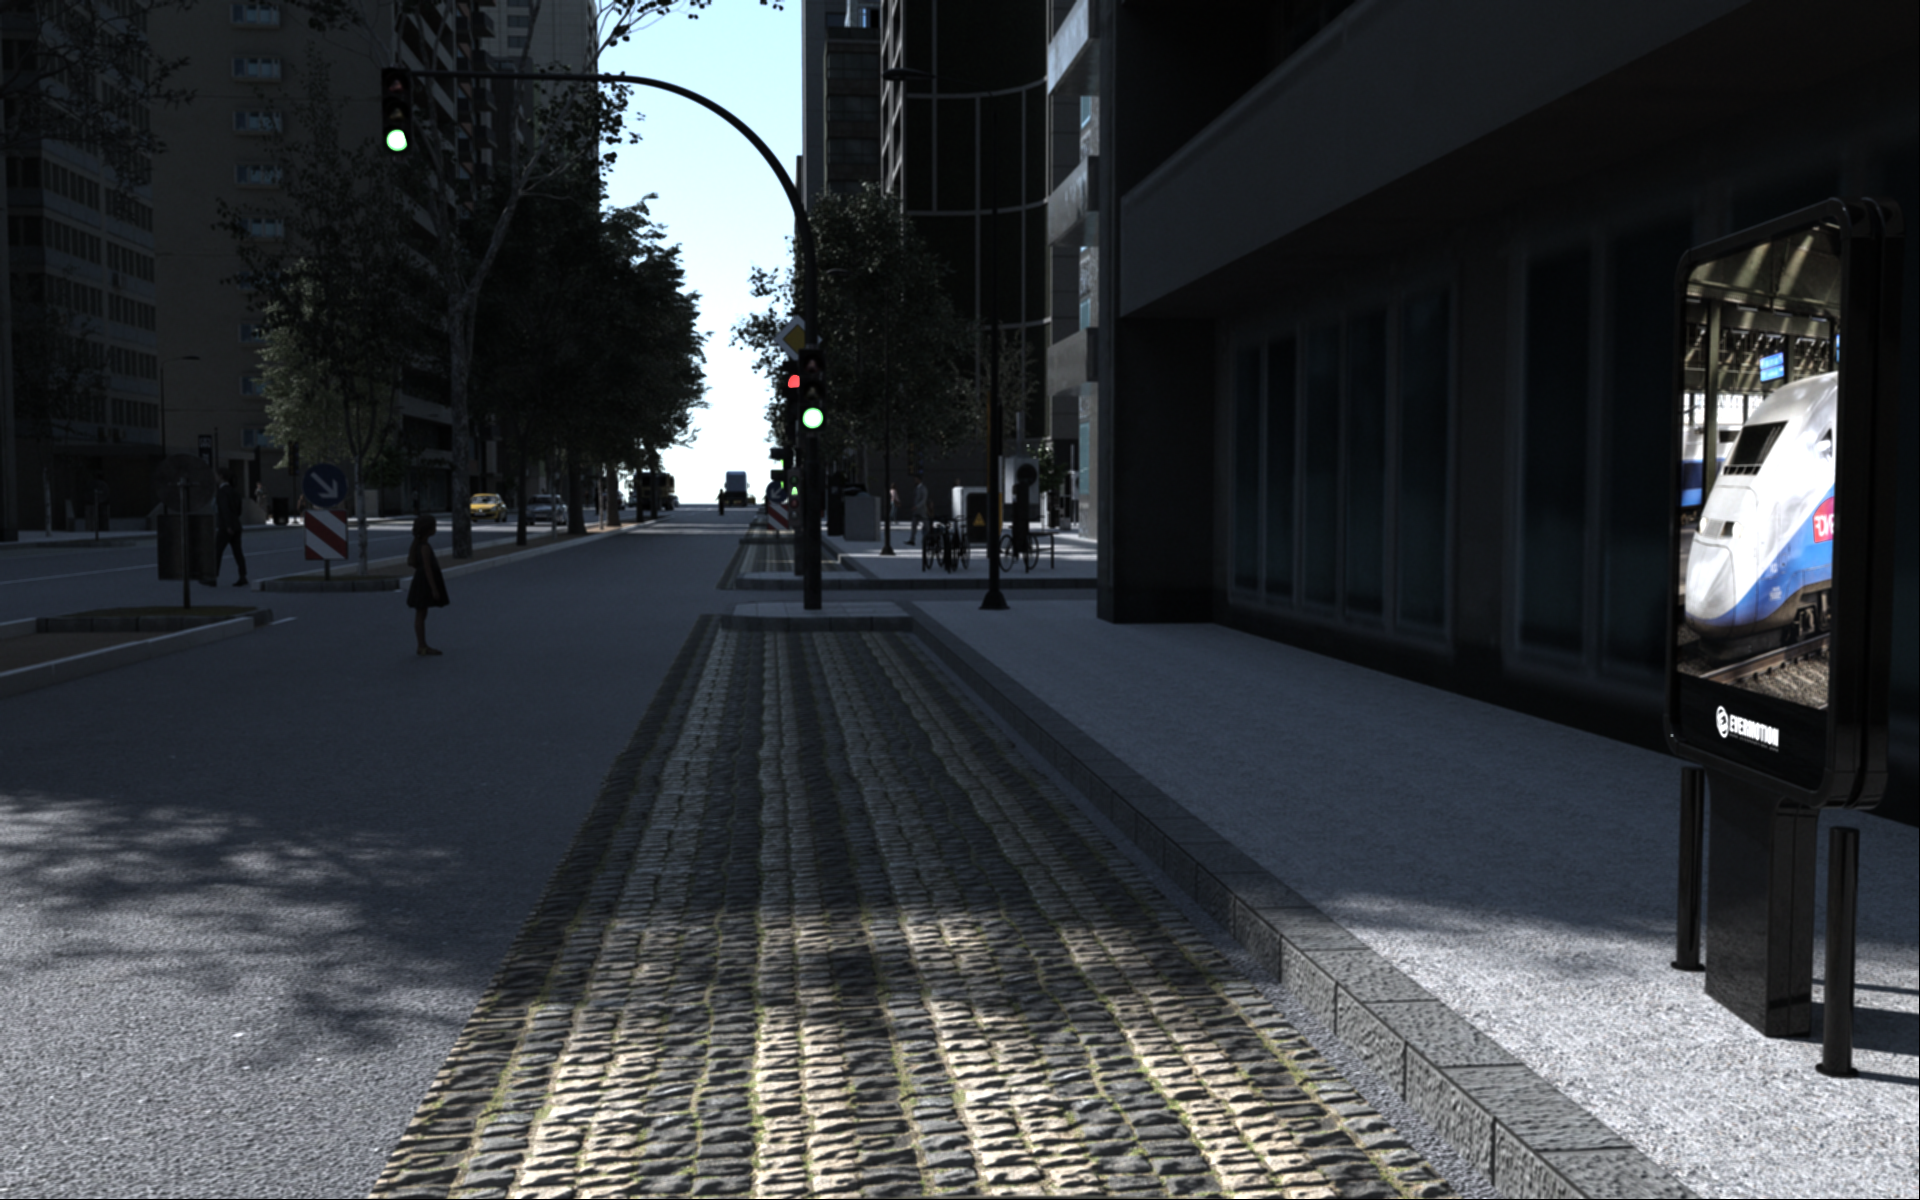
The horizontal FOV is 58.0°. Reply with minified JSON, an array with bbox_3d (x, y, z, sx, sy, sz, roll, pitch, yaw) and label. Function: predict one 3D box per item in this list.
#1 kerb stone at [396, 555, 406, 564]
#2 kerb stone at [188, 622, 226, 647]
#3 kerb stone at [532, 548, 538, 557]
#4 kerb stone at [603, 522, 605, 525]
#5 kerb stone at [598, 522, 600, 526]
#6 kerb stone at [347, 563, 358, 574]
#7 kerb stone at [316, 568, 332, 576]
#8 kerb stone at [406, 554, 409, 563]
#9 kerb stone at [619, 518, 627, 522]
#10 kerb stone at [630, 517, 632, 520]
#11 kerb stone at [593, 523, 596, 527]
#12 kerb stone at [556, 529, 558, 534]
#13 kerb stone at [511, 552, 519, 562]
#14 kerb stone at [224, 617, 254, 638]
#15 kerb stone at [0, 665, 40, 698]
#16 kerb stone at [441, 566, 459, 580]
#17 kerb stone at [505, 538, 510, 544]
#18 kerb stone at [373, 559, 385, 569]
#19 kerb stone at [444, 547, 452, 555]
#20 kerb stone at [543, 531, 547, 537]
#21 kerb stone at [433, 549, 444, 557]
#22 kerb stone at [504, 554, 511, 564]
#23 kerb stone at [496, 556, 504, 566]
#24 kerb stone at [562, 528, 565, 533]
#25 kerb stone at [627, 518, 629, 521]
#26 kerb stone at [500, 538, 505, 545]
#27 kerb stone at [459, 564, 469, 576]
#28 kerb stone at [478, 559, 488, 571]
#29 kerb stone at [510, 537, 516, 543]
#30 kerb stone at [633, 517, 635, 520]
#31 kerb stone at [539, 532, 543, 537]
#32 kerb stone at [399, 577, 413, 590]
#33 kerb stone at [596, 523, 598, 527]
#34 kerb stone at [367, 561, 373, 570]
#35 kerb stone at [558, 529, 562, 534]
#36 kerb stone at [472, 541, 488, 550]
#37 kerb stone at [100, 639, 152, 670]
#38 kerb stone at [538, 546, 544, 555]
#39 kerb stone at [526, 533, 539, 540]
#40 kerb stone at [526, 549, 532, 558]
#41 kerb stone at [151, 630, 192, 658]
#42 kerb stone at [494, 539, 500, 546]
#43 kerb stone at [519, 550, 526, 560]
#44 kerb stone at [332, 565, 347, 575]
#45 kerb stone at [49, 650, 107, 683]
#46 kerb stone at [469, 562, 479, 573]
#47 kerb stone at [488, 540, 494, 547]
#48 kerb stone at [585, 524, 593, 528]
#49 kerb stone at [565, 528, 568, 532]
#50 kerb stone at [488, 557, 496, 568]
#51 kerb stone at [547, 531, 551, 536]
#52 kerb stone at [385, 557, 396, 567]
[{"bbox_3d":[-11.477,-0.795,35.225,0.120,0.150,1.000,0,4,-6],"label":"kerb stone"},{"bbox_3d":[-7.292,0.344,16.624,0.120,0.150,1.000,0,4,-6],"label":"kerb stone"},{"bbox_3d":[-9.845,-1.066,39.627,0.120,0.150,1.000,0,4,-6],"label":"kerb stone"},{"bbox_3d":[-16.217,-3.413,78.019,0.120,0.150,1.000,0,4,-6],"label":"kerb stone"},{"bbox_3d":[-15.988,-3.289,75.973,0.120,0.150,1.000,0,4,-6],"label":"kerb stone"},{"bbox_3d":[-11.020,-0.545,31.145,0.120,0.150,1.000,0,4,-6],"label":"kerb stone"},{"bbox_3d":[-10.783,-0.422,29.100,0.120,0.150,1.000,0,4,-6],"label":"kerb stone"},{"bbox_3d":[-11.585,-0.855,36.241,0.120,0.150,1.000,0,4,-6],"label":"kerb stone"},{"bbox_3d":[-17.575,-4.163,90.266,0.120,0.150,1.000,0,4,-6],"label":"kerb stone"},{"bbox_3d":[-17.922,-4.348,93.335,0.120,0.150,1.000,0,4,-6],"label":"kerb stone"},{"bbox_3d":[-15.761,-3.161,73.942,0.120,0.150,1.000,0,4,-6],"label":"kerb stone"},{"bbox_3d":[-14.305,-2.356,60.709,0.120,0.150,1.000,0,4,-6],"label":"kerb stone"},{"bbox_3d":[-9.498,-0.872,36.574,0.120,0.150,1.000,0,4,-6],"label":"kerb stone"},{"bbox_3d":[-7.405,0.285,17.650,0.120,0.150,1.000,0,4,-6],"label":"kerb stone"},{"bbox_3d":[-6.840,0.591,12.539,0.120,0.150,1.000,0,4,-6],"label":"kerb stone"},{"bbox_3d":[-8.717,-0.442,29.443,0.120,0.150,1.000,0,4,-6],"label":"kerb stone"},{"bbox_3d":[-13.063,-1.670,49.504,0.120,0.150,1.000,0,4,-6],"label":"kerb stone"},{"bbox_3d":[-11.237,-0.671,33.179,0.120,0.150,1.000,0,4,-6],"label":"kerb stone"},{"bbox_3d":[-12.035,-1.105,40.311,0.120,0.150,1.000,0,4,-6],"label":"kerb stone"},{"bbox_3d":[-13.954,-2.166,57.653,0.120,0.150,1.000,0,4,-6],"label":"kerb stone"},{"bbox_3d":[-11.929,-1.044,39.295,0.120,0.150,1.000,0,4,-6],"label":"kerb stone"},{"bbox_3d":[-9.398,-0.817,35.556,0.120,0.150,1.000,0,4,-6],"label":"kerb stone"},{"bbox_3d":[-9.276,-0.752,34.541,0.120,0.150,1.000,0,4,-6],"label":"kerb stone"},{"bbox_3d":[-14.527,-2.480,62.750,0.120,0.150,1.000,0,4,-6],"label":"kerb stone"},{"bbox_3d":[-17.692,-4.226,91.284,0.120,0.150,1.000,0,4,-6],"label":"kerb stone"},{"bbox_3d":[-12.945,-1.607,48.477,0.120,0.150,1.000,0,4,-6],"label":"kerb stone"},{"bbox_3d":[-8.832,-0.505,30.459,0.120,0.150,1.000,0,4,-6],"label":"kerb stone"},{"bbox_3d":[-9.049,-0.630,32.499,0.120,0.150,1.000,0,4,-6],"label":"kerb stone"},{"bbox_3d":[-13.170,-1.732,50.520,0.120,0.150,1.000,0,4,-6],"label":"kerb stone"},{"bbox_3d":[-18.145,-4.475,95.369,0.120,0.150,1.000,0,4,-6],"label":"kerb stone"},{"bbox_3d":[-13.855,-2.105,56.635,0.120,0.150,1.000,0,4,-6],"label":"kerb stone"},{"bbox_3d":[-8.373,-0.256,26.386,0.120,0.150,1.000,0,4,-6],"label":"kerb stone"},{"bbox_3d":[-15.878,-3.224,74.957,0.120,0.150,1.000,0,4,-6],"label":"kerb stone"},{"bbox_3d":[-11.122,-0.610,32.161,0.120,0.150,1.000,0,4,-6],"label":"kerb stone"},{"bbox_3d":[-14.411,-2.418,61.725,0.120,0.150,1.000,0,4,-6],"label":"kerb stone"},{"bbox_3d":[-12.594,-1.420,45.411,0.120,0.150,1.000,0,4,-6],"label":"kerb stone"},{"bbox_3d":[-7.071,0.465,14.586,0.120,0.150,1.000,0,4,-6],"label":"kerb stone"},{"bbox_3d":[-9.960,-1.129,40.655,0.120,0.150,1.000,0,4,-6],"label":"kerb stone"},{"bbox_3d":[-13.733,-2.040,55.618,0.120,0.150,1.000,0,4,-6],"label":"kerb stone"},{"bbox_3d":[-9.730,-1.004,38.608,0.120,0.150,1.000,0,4,-6],"label":"kerb stone"},{"bbox_3d":[-7.178,0.411,15.608,0.120,0.150,1.000,0,4,-6],"label":"kerb stone"},{"bbox_3d":[-12.826,-1.541,47.457,0.120,0.150,1.000,0,4,-6],"label":"kerb stone"},{"bbox_3d":[-9.614,-0.941,37.589,0.120,0.150,1.000,0,4,-6],"label":"kerb stone"},{"bbox_3d":[-10.898,-0.480,30.125,0.120,0.150,1.000,0,4,-6],"label":"kerb stone"},{"bbox_3d":[-6.955,0.529,13.570,0.120,0.150,1.000,0,4,-6],"label":"kerb stone"},{"bbox_3d":[-8.939,-0.564,31.480,0.120,0.150,1.000,0,4,-6],"label":"kerb stone"},{"bbox_3d":[-12.713,-1.483,46.435,0.120,0.150,1.000,0,4,-6],"label":"kerb stone"},{"bbox_3d":[-15.657,-3.103,72.925,0.120,0.150,1.000,0,4,-6],"label":"kerb stone"},{"bbox_3d":[-14.634,-2.543,63.769,0.120,0.150,1.000,0,4,-6],"label":"kerb stone"},{"bbox_3d":[-9.175,-0.691,33.524,0.120,0.150,1.000,0,4,-6],"label":"kerb stone"},{"bbox_3d":[-14.078,-2.231,58.676,0.120,0.150,1.000,0,4,-6],"label":"kerb stone"},{"bbox_3d":[-11.356,-0.734,34.204,0.120,0.150,1.000,0,4,-6],"label":"kerb stone"}]
